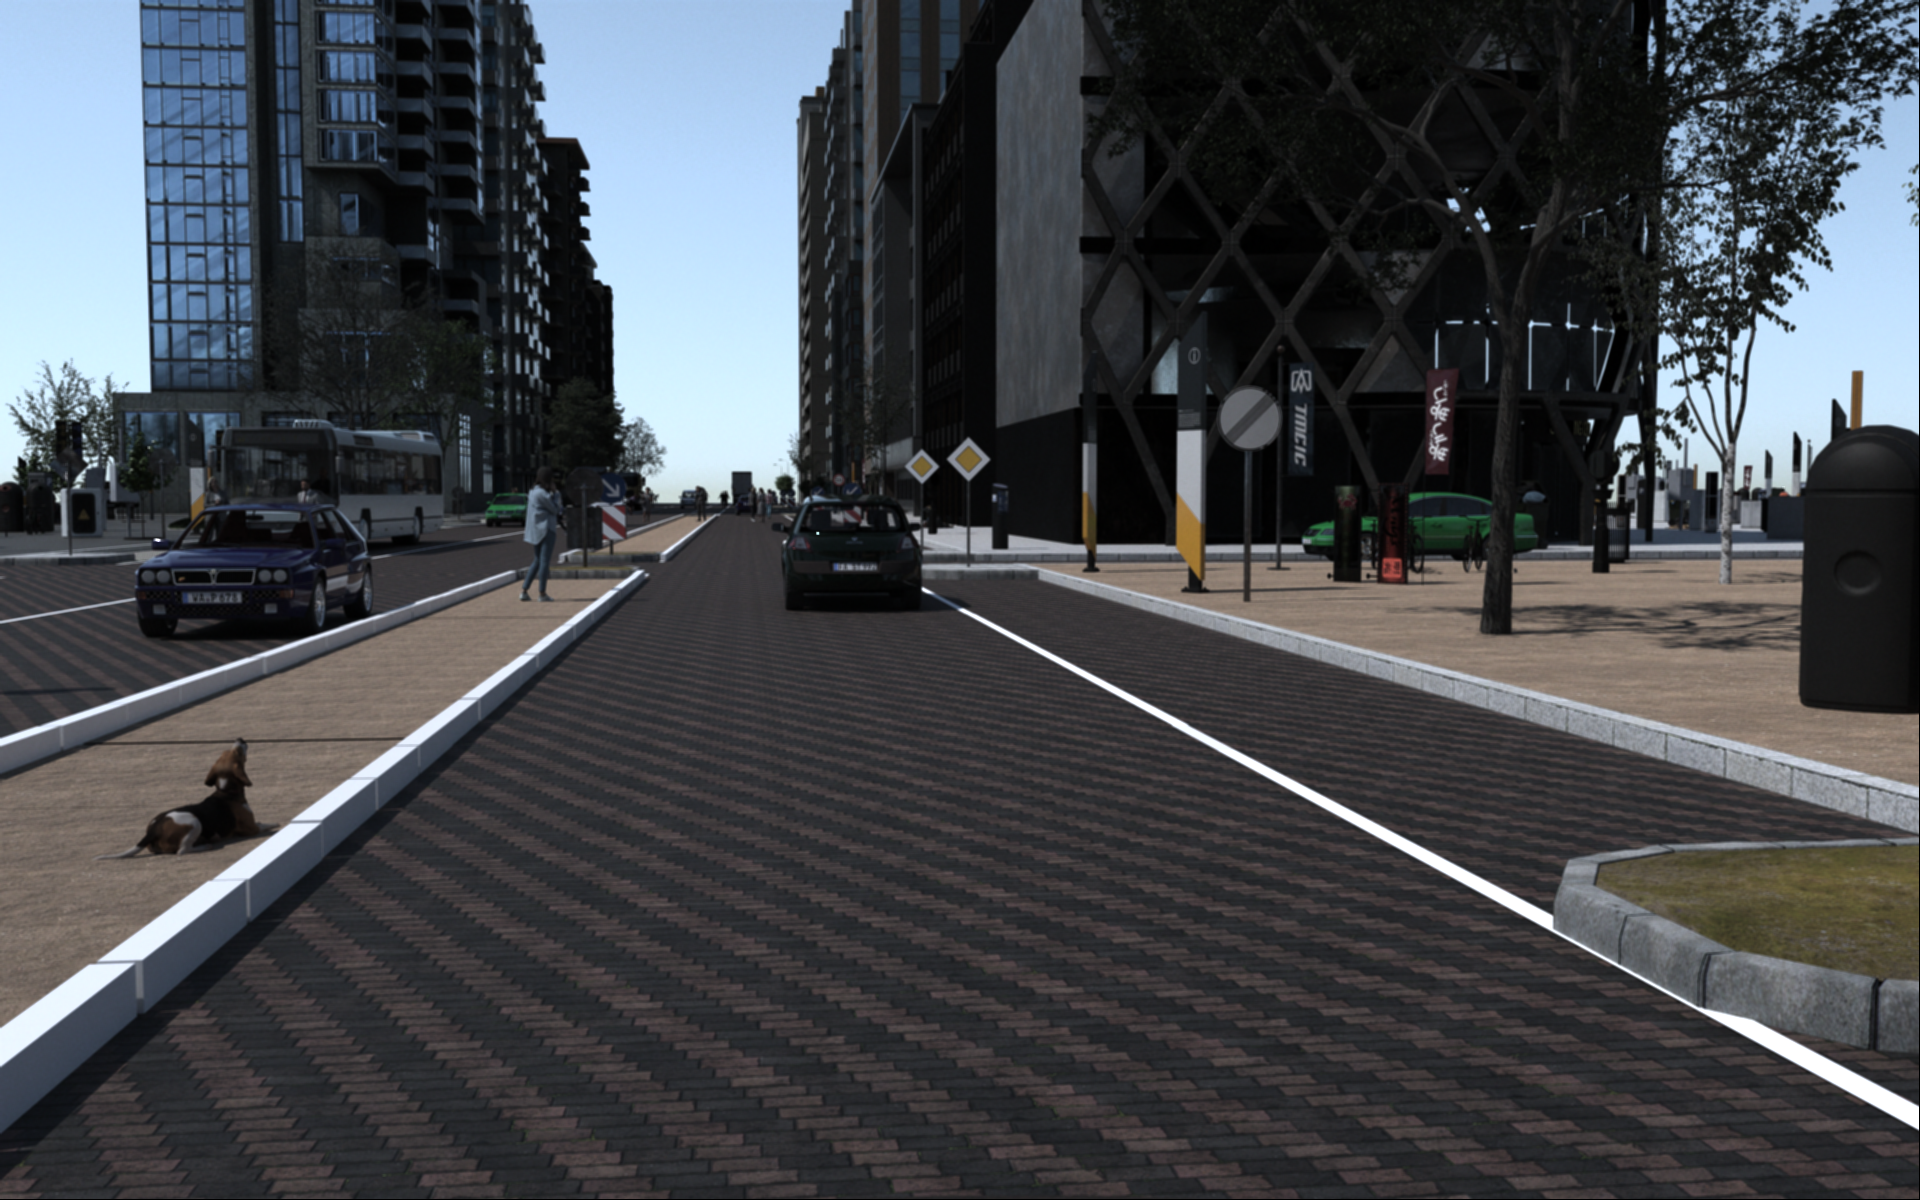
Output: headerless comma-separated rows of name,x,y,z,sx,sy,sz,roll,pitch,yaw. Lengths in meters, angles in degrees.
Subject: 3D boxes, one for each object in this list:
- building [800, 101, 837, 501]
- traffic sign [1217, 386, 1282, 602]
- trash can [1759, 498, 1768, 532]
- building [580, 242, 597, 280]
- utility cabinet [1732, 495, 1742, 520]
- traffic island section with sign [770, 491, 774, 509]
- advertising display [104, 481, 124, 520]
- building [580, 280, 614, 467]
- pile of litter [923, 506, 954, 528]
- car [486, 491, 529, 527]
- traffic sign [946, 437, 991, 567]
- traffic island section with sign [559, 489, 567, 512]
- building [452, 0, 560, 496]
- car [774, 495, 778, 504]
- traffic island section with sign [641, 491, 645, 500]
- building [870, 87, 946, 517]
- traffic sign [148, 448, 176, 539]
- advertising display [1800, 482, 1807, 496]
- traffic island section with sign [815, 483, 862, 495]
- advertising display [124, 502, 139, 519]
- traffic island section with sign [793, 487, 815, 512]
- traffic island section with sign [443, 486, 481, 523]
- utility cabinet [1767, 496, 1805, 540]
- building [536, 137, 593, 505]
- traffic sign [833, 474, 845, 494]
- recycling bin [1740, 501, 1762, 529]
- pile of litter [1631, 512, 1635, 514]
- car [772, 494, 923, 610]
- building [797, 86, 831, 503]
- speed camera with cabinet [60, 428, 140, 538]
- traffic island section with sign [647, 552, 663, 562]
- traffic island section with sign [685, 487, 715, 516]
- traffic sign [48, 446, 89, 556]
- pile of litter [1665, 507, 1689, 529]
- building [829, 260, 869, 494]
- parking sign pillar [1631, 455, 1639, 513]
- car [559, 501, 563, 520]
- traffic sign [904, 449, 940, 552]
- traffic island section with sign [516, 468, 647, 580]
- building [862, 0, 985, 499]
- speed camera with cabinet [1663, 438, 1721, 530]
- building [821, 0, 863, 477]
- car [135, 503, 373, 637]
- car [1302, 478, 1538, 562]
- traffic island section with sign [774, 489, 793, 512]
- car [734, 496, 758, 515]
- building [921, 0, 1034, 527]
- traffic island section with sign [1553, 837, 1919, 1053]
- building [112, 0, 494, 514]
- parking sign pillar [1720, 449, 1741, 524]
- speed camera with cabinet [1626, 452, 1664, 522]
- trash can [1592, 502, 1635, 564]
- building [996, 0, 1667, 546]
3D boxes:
building,-8.040,-35.940,211.317,21.300,48.544,21.600,0,4,-7
traffic sign,3.416,-1.250,20.537,0.768,2.556,0.104,0,4,-3
trash can,27.262,-2.847,58.201,0.748,1.137,0.748,0,3,0
building,-65.114,-33.963,247.172,32.217,40.220,23.993,0,4,-7
utility cabinet,36.505,-4.336,82.049,0.306,1.237,1.020,-2,4,-23
traffic island section with sign,-16.889,-9.523,164.332,1.989,1.847,2.006,0,4,-7
advertising display,-42.739,-5.010,87.128,0.123,1.923,0.974,3,4,36
building,-53.525,-28.014,229.737,14.160,30.474,14.107,0,4,-7
pile of litter,-0.963,-3.166,65.730,1.176,0.858,1.719,-2,4,-34
car,-19.847,-4.147,76.604,1.959,1.807,4.718,0,4,-7
traffic sign,0.147,-1.632,30.333,0.795,2.450,0.064,0,4,-7
traffic island section with sign,-30.927,-7.726,134.948,1.989,1.847,2.006,0,4,-7
building,-49.149,-32.758,155.195,23.786,49.044,30.456,0,4,-7
car,-25.870,-13.949,237.652,1.945,1.707,3.694,0,4,-8
traffic island section with sign,-44.500,-14.372,243.604,1.989,1.847,2.006,0,4,-7
building,2.996,-17.131,99.161,14.314,24.678,30.058,0,4,-7
traffic sign,-21.929,-2.907,47.631,0.768,2.556,0.104,0,4,0
advertising display,46.194,-5.456,94.425,0.974,1.923,0.123,0,4,-7
traffic island section with sign,-3.919,-3.171,60.466,1.989,1.847,2.006,0,4,-7
advertising display,-42.382,-5.088,88.405,0.123,1.923,0.974,2,4,30
traffic island section with sign,-7.328,-4.840,87.769,1.989,1.847,2.006,0,4,-7
traffic island section with sign,-24.766,-4.704,85.535,1.989,1.847,2.006,0,4,-7
utility cabinet,23.449,-2.318,49.064,0.306,1.237,1.020,-3,5,-42
building,-55.948,-33.801,207.276,22.147,44.769,28.867,0,4,-7
traffic sign,-7.587,-6.632,108.547,0.768,2.556,0.104,0,4,-6
recycling bin,29.683,-3.203,64.931,0.722,1.027,0.722,2,4,26
pile of litter,44.886,-6.105,113.789,1.719,0.858,1.176,0,4,-7
car,-1.475,-0.799,22.844,2.009,1.686,4.222,0,4,-6
building,-13.537,-43.802,258.162,21.231,58.520,28.212,0,4,-7
speed camera with cabinet,-25.502,-3.488,51.360,2.038,3.252,0.660,-3,5,-44
traffic island section with sign,-7.433,-1.776,37.173,2.006,1.907,1.989,0,4,-7
traffic island section with sign,-16.755,-6.336,111.733,2.006,1.907,1.989,0,4,-7
traffic sign,-18.553,-1.984,36.074,0.795,2.450,0.064,0,4,-7
pile of litter,26.949,-3.047,63.783,1.719,0.858,1.176,3,4,38
building,3.697,-18.291,144.094,27.650,21.520,28.899,0,4,-7
parking sign pillar,46.082,-7.952,118.489,1.447,3.967,1.447,1,4,13
car,-23.017,-5.292,96.122,1.945,1.707,3.694,-1,4,-8
traffic sign,-0.843,-2.117,38.257,0.795,2.450,0.064,0,4,-7
traffic island section with sign,-6.524,-1.326,29.821,2.006,1.907,1.989,0,4,-7
building,0.577,-28.819,121.303,14.600,45.320,14.200,0,4,-7
speed camera with cabinet,26.229,-4.128,61.831,2.038,3.252,0.660,-2,4,-25
building,-1.899,-33.820,172.568,23.786,49.044,30.456,0,4,-7
car,-7.541,-0.376,18.730,1.945,1.354,3.894,0,4,-8
car,9.380,-1.634,35.513,4.718,1.807,1.959,0,4,-7
traffic island section with sign,-13.450,-7.837,136.766,1.989,1.847,2.006,0,4,-7
car,-14.323,-6.404,117.280,1.945,1.354,3.894,-1,4,-9
building,5.270,-15.024,75.312,12.332,23.373,15.834,0,4,-7
traffic island section with sign,2.983,0.202,5.325,1.989,1.847,2.006,0,4,-7
building,-45.165,-49.529,122.477,22.319,86.520,31.000,0,4,-7
parking sign pillar,33.017,-5.257,74.425,1.447,3.967,1.447,2,4,27
speed camera with cabinet,31.977,-5.266,80.432,0.660,3.252,2.038,-3,4,-38
trash can,12.110,-1.253,32.143,0.748,1.137,0.748,0,3,0
building,10.524,-11.135,49.504,16.811,18.784,16.820,0,4,-7
